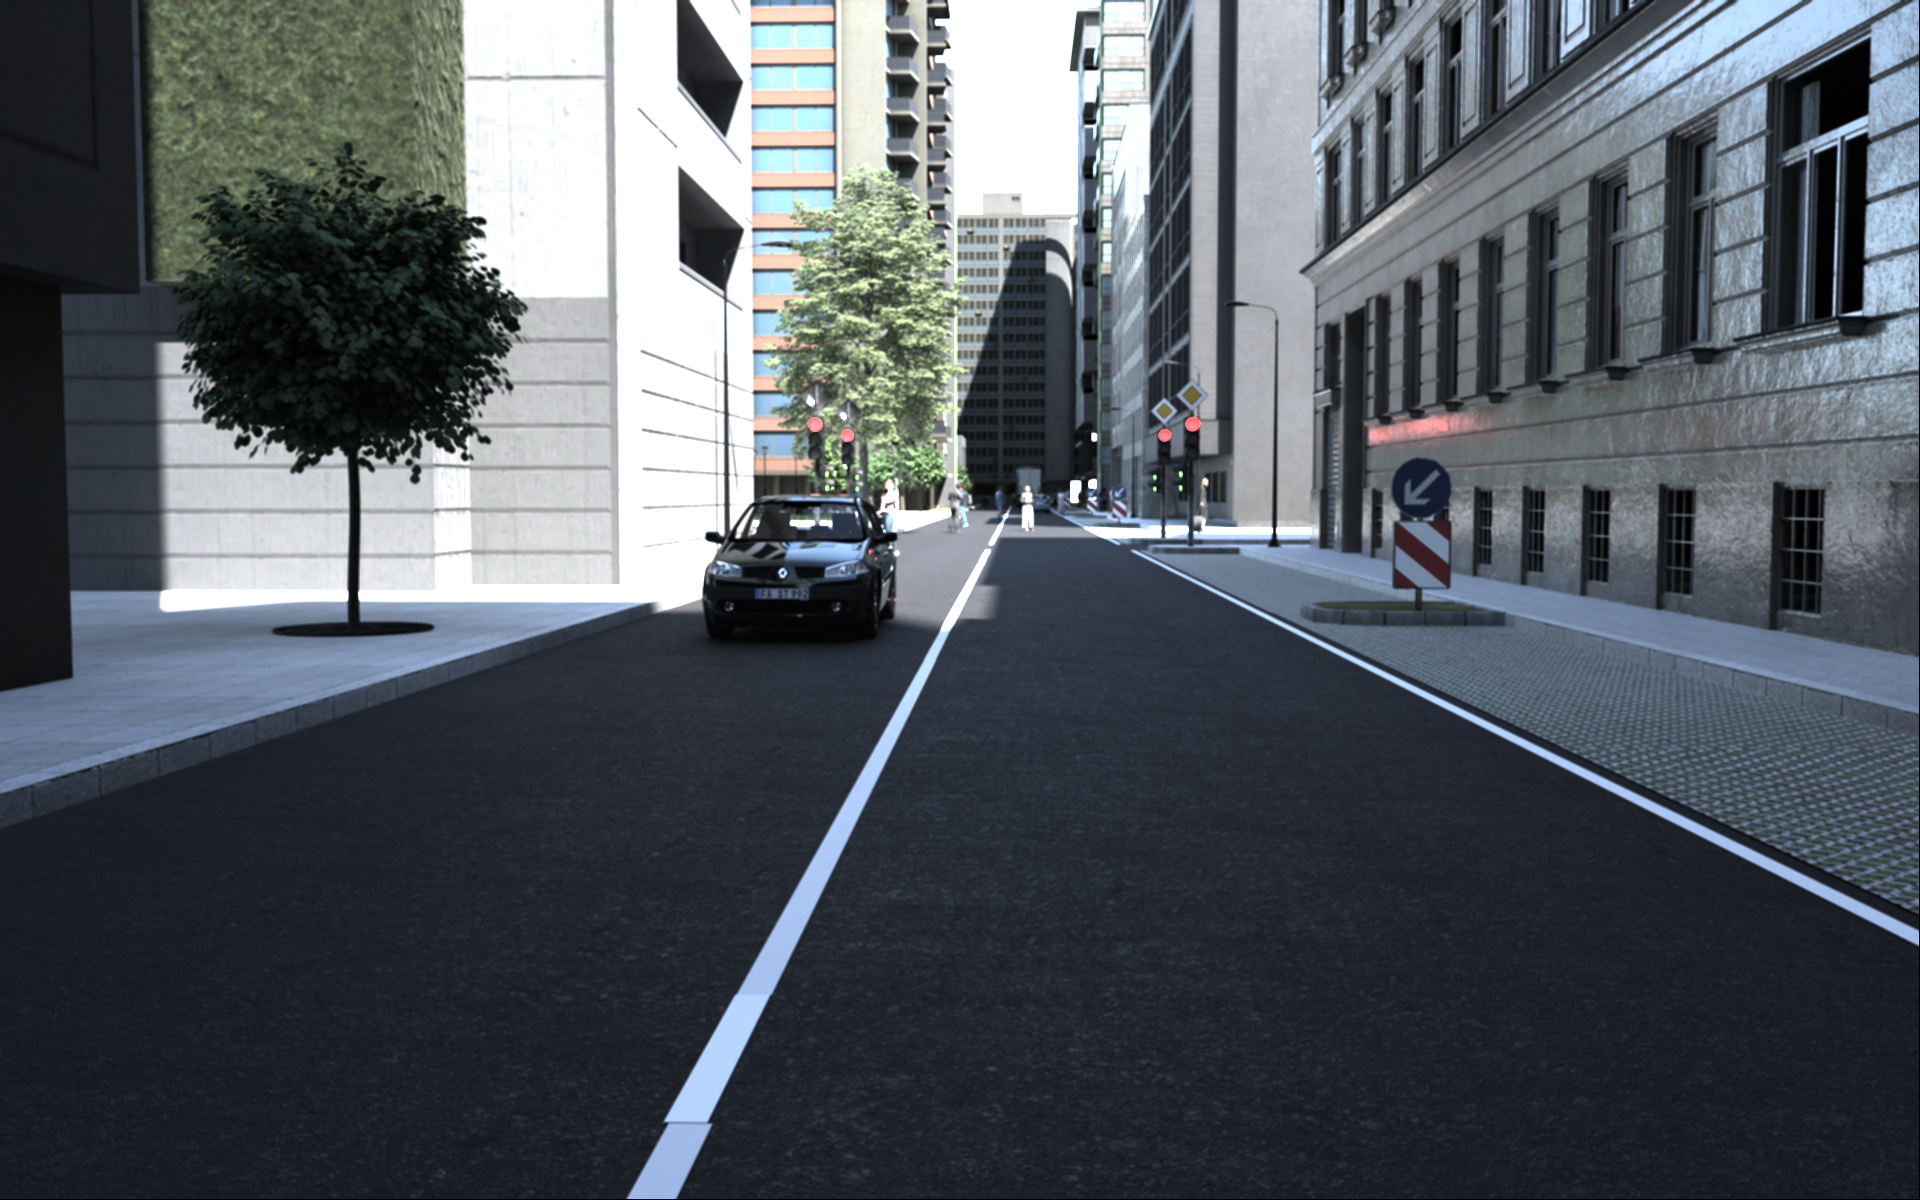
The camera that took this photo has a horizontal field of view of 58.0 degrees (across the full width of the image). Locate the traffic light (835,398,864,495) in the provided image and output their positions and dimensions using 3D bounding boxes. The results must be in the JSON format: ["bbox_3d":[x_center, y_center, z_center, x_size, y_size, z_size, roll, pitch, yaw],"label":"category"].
[{"bbox_3d":[-3.245,-3.778,50.699,0.839,4.253,0.868,0,4,2],"label":"traffic light"}]

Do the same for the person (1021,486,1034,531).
[{"bbox_3d":[2.636,-3.577,67.531,0.519,1.759,0.362,-1,4,-14],"label":"person"}]

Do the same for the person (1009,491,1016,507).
[{"bbox_3d":[5.975,-11.189,192.221,1.217,1.735,0.721,2,4,27],"label":"person"}]

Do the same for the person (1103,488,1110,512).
[{"bbox_3d":[10.690,-7.383,127.443,1.217,1.739,0.721,3,5,43],"label":"person"}]

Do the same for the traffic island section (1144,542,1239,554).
[{"bbox_3d":[5.686,-1.239,42.544,2.009,0.180,2.903,0,4,2],"label":"traffic island section"}]

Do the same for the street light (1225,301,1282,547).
[{"bbox_3d":[7.088,-4.241,41.875,1.470,5.913,1.316,0,4,2],"label":"street light"}]

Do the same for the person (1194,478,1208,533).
[{"bbox_3d":[7.903,-3.118,57.238,0.699,1.804,1.509,2,4,32],"label":"person"}]

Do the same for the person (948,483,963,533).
[{"bbox_3d":[-0.152,-3.373,63.448,0.655,1.846,0.447,3,5,42],"label":"person"}]

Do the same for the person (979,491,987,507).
[{"bbox_3d":[2.628,-10.984,188.804,1.217,1.735,0.721,0,4,-4],"label":"person"}]

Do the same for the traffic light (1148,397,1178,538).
[{"bbox_3d":[5.912,-3.761,50.412,0.839,4.253,0.868,0,4,2],"label":"traffic light"}]

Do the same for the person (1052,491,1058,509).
[{"bbox_3d":[9.007,-9.420,163.310,0.721,1.735,1.217,2,4,28],"label":"person"}]

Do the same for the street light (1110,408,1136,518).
[{"bbox_3d":[8.781,-7.382,93.239,1.470,5.913,1.316,0,4,2],"label":"street light"}]

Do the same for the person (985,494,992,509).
[{"bbox_3d":[2.714,-9.405,165.509,0.697,1.427,0.421,1,4,13],"label":"person"}]

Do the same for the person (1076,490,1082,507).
[{"bbox_3d":[11.711,-9.988,170.143,0.445,1.727,0.742,1,4,18],"label":"person"}]

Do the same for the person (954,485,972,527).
[{"bbox_3d":[0.097,-4.095,75.444,0.794,1.824,0.713,-3,5,-40],"label":"person"}]

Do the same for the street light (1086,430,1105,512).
[{"bbox_3d":[9.809,-9.354,125.471,1.470,5.913,1.316,0,4,2],"label":"street light"}]

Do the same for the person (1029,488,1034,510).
[{"bbox_3d":[4.827,-6.699,118.003,0.573,1.828,0.580,-3,5,-43],"label":"person"}]

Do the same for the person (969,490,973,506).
[{"bbox_3d":[1.315,-11.440,193.870,0.721,1.735,1.217,0,4,-6],"label":"person"}]

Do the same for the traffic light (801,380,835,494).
[{"bbox_3d":[-3.510,-3.290,42.718,0.839,4.253,0.868,0,4,2],"label":"traffic light"}]

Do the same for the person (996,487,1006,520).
[{"bbox_3d":[2.154,-5.241,94.220,0.581,1.822,0.654,3,5,39],"label":"person"}]

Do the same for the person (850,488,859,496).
[{"bbox_3d":[-4.021,-3.684,66.622,0.601,1.785,0.444,0,4,-1],"label":"person"}]

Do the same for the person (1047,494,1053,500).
[{"bbox_3d":[7.316,-8.116,144.388,0.799,1.438,0.628,-2,4,-32],"label":"person"}]

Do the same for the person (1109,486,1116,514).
[{"bbox_3d":[9.788,-6.418,111.197,0.478,1.798,0.641,-2,4,-28],"label":"person"}]

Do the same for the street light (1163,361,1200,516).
[{"bbox_3d":[7.807,-5.392,60.697,1.470,5.913,1.316,0,4,2],"label":"street light"}]

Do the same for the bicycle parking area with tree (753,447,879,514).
[{"bbox_3d":[-9.375,-7.171,104.247,8.231,4.147,9.016,2,4,27],"label":"bicycle parking area with tree"}]

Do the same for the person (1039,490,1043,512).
[{"bbox_3d":[6.583,-8.110,141.770,0.551,1.740,0.621,2,4,25],"label":"person"}]

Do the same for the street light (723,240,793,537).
[{"bbox_3d":[-3.764,-3.628,31.855,1.470,5.913,1.316,0,4,2],"label":"street light"}]

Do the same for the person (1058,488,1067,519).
[{"bbox_3d":[5.942,-5.595,100.547,0.480,1.755,0.524,1,4,17],"label":"person"}]

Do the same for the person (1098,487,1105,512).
[{"bbox_3d":[10.046,-7.145,123.280,0.534,1.772,0.576,-1,4,-21],"label":"person"}]

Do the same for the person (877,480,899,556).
[{"bbox_3d":[-1.562,-1.806,38.619,0.643,1.750,0.593,-3,4,-36],"label":"person"}]

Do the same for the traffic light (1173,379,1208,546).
[{"bbox_3d":[5.647,-3.273,42.431,0.839,4.253,0.868,0,4,2],"label":"traffic light"}]
